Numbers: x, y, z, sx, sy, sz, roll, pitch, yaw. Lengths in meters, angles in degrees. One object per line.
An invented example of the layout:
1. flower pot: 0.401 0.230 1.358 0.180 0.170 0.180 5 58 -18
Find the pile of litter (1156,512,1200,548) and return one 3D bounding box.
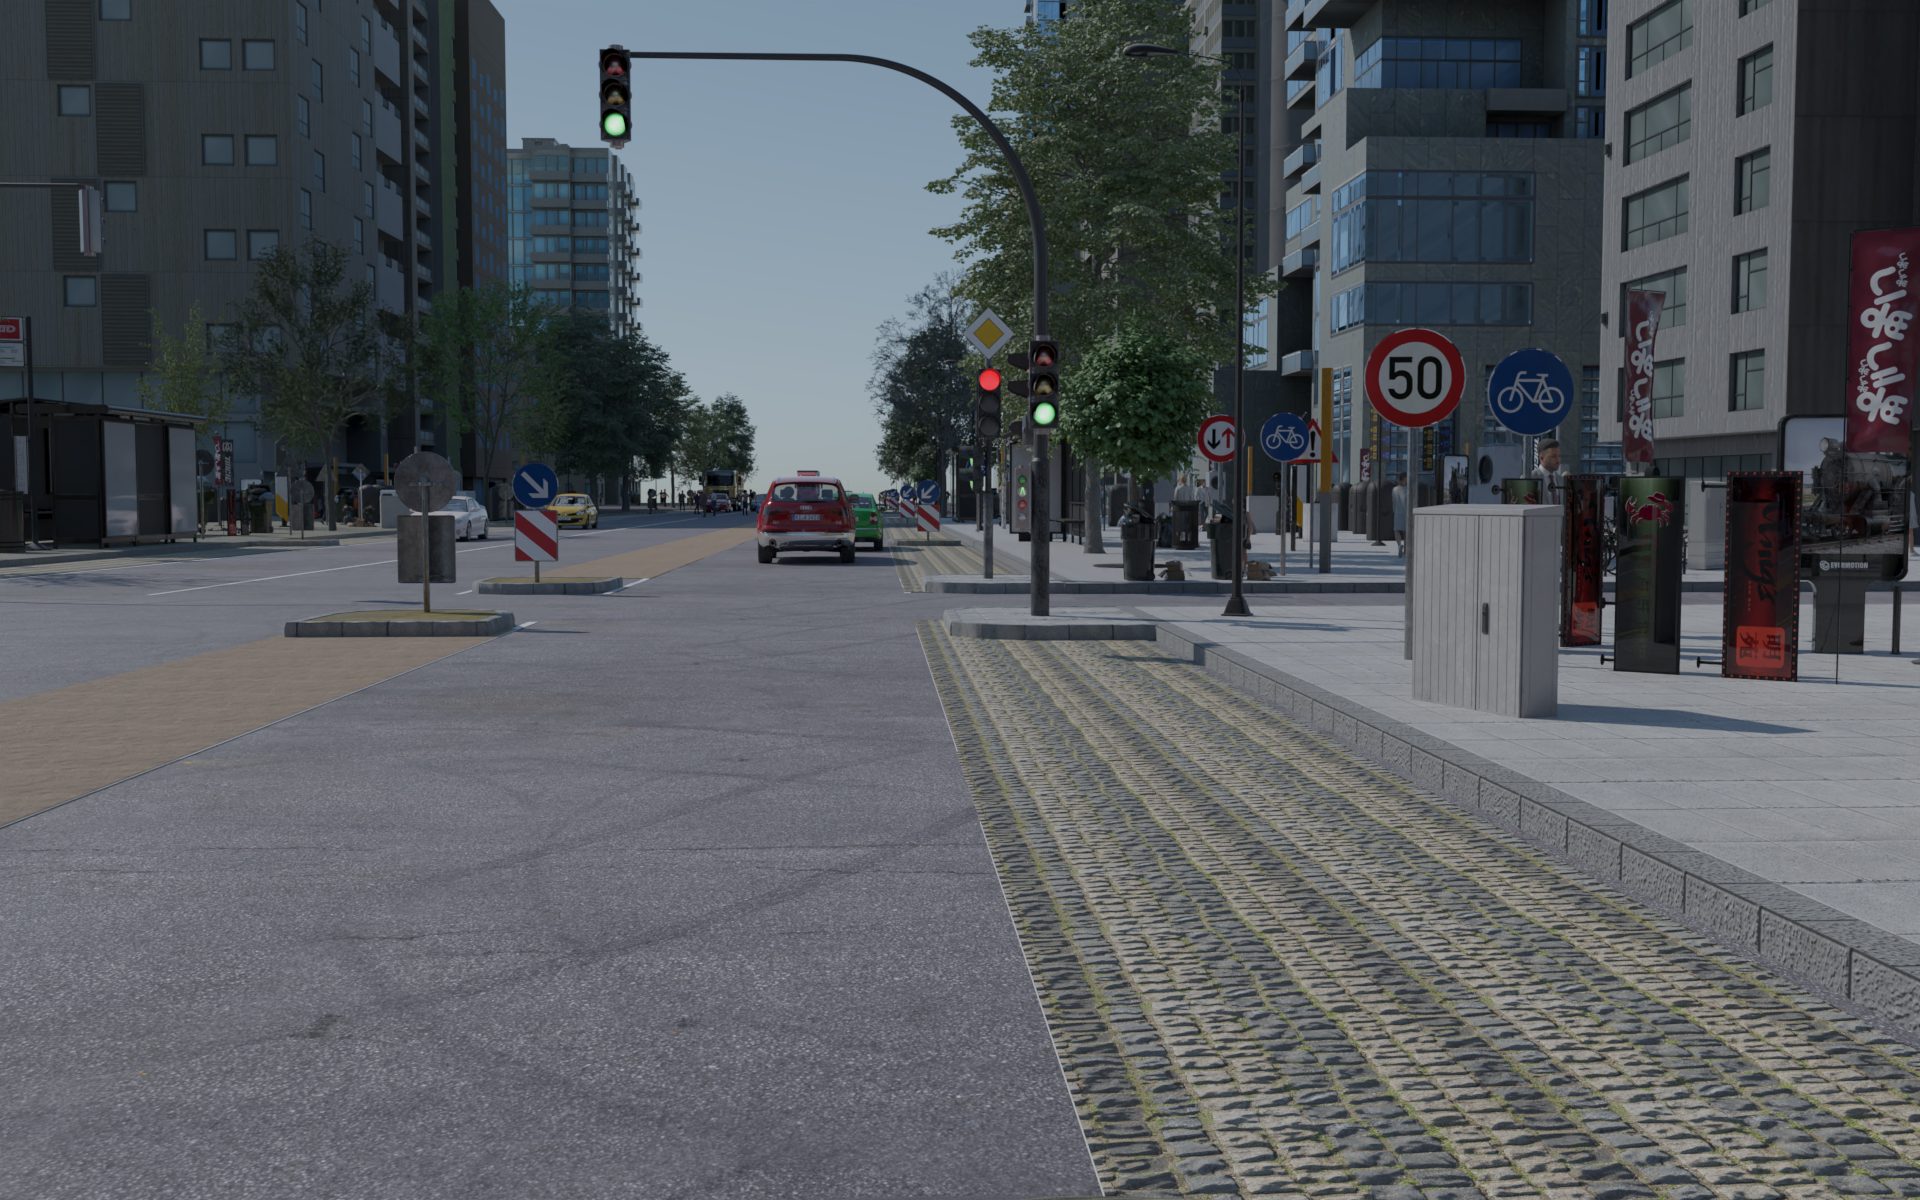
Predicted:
1. pile of litter: 5.182 -1.702 41.793 1.176 0.858 1.719 0 4 -2

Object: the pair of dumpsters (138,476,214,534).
1. pair of dumpsters: -24.354 -3.081 52.872 1.574 2.255 4.437 0 4 -3

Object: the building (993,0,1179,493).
1. building: 16.970 -57.014 244.855 22.319 86.520 31.000 0 4 -3

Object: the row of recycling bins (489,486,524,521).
1. row of recycling bins: -22.264 -4.762 84.971 1.069 1.692 3.534 0 4 3

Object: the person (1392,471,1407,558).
1. person: 8.845 -1.695 34.501 0.466 1.731 0.760 1 4 10

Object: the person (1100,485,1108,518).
1. person: 7.776 -5.394 94.433 0.606 1.804 0.583 1 4 11

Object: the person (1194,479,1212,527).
1. person: 9.204 -3.656 65.670 0.661 1.843 0.795 0 4 -6

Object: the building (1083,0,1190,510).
1. building: 21.649 -31.436 137.687 21.300 48.544 21.600 0 4 -3

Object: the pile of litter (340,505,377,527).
1. pile of litter: -23.364 -3.285 67.676 1.176 0.858 1.719 -1 4 -10

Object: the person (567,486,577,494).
1. person: -25.201 -6.525 112.666 1.348 1.831 0.705 -3 5 -41

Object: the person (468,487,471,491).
1. person: -39.389 -8.134 139.120 0.705 1.814 1.350 -2 4 -25

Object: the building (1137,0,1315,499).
1. building: 28.445 -25.910 115.504 32.217 40.220 23.993 0 4 -3

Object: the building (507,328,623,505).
1. building: -56.421 -22.369 210.768 27.650 21.520 28.899 0 4 -3

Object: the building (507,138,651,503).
1. building: -56.069 -37.924 239.666 23.786 49.044 30.456 0 4 -3

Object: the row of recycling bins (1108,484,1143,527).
1. row of recycling bins: 6.746 -3.844 69.961 1.069 1.692 3.534 1 4 18

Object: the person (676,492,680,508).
1. person: -26.421 -9.422 163.323 0.991 1.433 0.599 2 4 26

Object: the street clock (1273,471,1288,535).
1. street clock: 9.967 -3.019 53.929 0.358 2.002 0.471 -2 4 -32

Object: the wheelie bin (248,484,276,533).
1. wheelie bin: -22.912 -2.989 56.779 0.980 1.594 0.693 0 4 0

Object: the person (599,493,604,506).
1. person: -39.998 -11.212 192.622 1.065 1.426 0.557 2 4 32

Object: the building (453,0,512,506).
1. building: -46.928 -30.426 147.577 14.600 45.320 14.200 0 4 -3

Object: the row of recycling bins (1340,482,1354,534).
1. row of recycling bins: 14.074 -3.003 56.208 3.534 1.692 1.069 -2 4 -34

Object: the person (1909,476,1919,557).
1. person: 19.364 -1.759 35.551 0.760 1.731 0.466 1 4 11

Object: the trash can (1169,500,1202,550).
1. trash can: 5.169 -1.716 39.702 0.748 1.137 0.748 0 3 0

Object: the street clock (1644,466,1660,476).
1. street clock: 18.102 -2.494 45.342 0.471 2.002 0.358 -3 5 -45

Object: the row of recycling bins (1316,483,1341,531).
1. row of recycling bins: 13.672 -3.234 59.988 1.069 1.692 3.534 -2 4 -32

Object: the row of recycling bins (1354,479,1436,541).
1. row of recycling bins: 12.334 -2.553 48.853 1.069 1.692 3.534 2 4 33

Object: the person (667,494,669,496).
1. person: -43.188 -15.097 253.594 1.217 1.743 0.721 0 4 4

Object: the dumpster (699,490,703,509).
1. dumpster: -24.323 -9.735 167.385 1.865 1.857 1.264 0 4 -2

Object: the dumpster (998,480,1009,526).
1. dumpster: 2.160 -3.800 67.896 1.264 1.857 1.865 0 4 -3

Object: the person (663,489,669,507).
1. person: -29.713 -10.305 174.559 0.705 1.821 1.348 1 4 19

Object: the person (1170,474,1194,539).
1. person: 5.524 -2.242 43.060 0.694 1.780 0.624 1 4 13

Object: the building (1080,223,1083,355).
1. building: 17.577 -23.530 156.411 14.160 30.474 14.107 0 4 -3

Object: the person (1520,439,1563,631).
1. person: 5.408 -0.597 16.071 0.678 1.792 0.850 -2 4 -25

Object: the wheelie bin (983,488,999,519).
1. wheelie bin: 1.624 -4.949 88.817 0.980 1.594 0.693 -1 4 -19

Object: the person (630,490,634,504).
1. person: -41.181 -12.885 217.449 1.217 1.736 0.721 2 4 27

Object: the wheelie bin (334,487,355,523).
1. wheelie bin: -27.500 -4.255 77.480 0.693 1.594 0.980 1 4 18

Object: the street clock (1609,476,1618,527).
1. street clock: 25.741 -3.886 68.106 0.471 2.002 0.358 1 4 20

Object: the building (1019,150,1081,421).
1. building: 13.959 -32.124 208.829 14.154 41.232 14.086 0 4 -3

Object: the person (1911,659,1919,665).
1. person: 7.482 -0.416 13.119 0.573 1.790 0.520 1 4 11

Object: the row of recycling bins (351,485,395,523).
1. row of recycling bins: -26.038 -4.330 77.910 1.069 1.692 3.534 0 4 3

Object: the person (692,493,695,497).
1. person: -30.957 -11.694 200.465 0.697 1.427 0.421 2 4 30

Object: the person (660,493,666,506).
1. person: -28.913 -9.762 168.834 0.799 1.438 0.628 1 4 22

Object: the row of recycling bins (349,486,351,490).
1. row of recycling bins: -32.673 -5.384 95.144 1.069 1.692 3.534 1 4 17

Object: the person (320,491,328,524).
1. person: -26.651 -4.069 72.993 0.576 1.772 0.534 3 5 40

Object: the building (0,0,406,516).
1. building: -52.544 -31.953 111.666 28.713 52.752 27.495 0 4 -3

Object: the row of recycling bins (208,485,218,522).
1. row of recycling bins: -35.576 -4.392 78.921 3.534 1.692 1.069 0 4 -6

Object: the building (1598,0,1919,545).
1. building: 26.873 -16.788 46.182 14.107 30.474 14.160 0 4 -3

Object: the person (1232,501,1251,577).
1. person: 4.336 -0.986 26.831 0.362 1.253 0.373 3 5 39

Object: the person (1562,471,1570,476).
1. person: 15.005 -2.271 43.048 0.818 1.842 0.514 1 4 16

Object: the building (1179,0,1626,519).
1. building: 24.540 -47.127 83.193 22.319 86.520 31.000 0 4 -3

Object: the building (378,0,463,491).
1. building: -47.312 -27.501 133.231 14.154 41.232 14.086 0 4 -3

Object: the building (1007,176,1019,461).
1. building: 13.509 -35.061 223.349 14.600 45.320 14.200 0 4 -3
